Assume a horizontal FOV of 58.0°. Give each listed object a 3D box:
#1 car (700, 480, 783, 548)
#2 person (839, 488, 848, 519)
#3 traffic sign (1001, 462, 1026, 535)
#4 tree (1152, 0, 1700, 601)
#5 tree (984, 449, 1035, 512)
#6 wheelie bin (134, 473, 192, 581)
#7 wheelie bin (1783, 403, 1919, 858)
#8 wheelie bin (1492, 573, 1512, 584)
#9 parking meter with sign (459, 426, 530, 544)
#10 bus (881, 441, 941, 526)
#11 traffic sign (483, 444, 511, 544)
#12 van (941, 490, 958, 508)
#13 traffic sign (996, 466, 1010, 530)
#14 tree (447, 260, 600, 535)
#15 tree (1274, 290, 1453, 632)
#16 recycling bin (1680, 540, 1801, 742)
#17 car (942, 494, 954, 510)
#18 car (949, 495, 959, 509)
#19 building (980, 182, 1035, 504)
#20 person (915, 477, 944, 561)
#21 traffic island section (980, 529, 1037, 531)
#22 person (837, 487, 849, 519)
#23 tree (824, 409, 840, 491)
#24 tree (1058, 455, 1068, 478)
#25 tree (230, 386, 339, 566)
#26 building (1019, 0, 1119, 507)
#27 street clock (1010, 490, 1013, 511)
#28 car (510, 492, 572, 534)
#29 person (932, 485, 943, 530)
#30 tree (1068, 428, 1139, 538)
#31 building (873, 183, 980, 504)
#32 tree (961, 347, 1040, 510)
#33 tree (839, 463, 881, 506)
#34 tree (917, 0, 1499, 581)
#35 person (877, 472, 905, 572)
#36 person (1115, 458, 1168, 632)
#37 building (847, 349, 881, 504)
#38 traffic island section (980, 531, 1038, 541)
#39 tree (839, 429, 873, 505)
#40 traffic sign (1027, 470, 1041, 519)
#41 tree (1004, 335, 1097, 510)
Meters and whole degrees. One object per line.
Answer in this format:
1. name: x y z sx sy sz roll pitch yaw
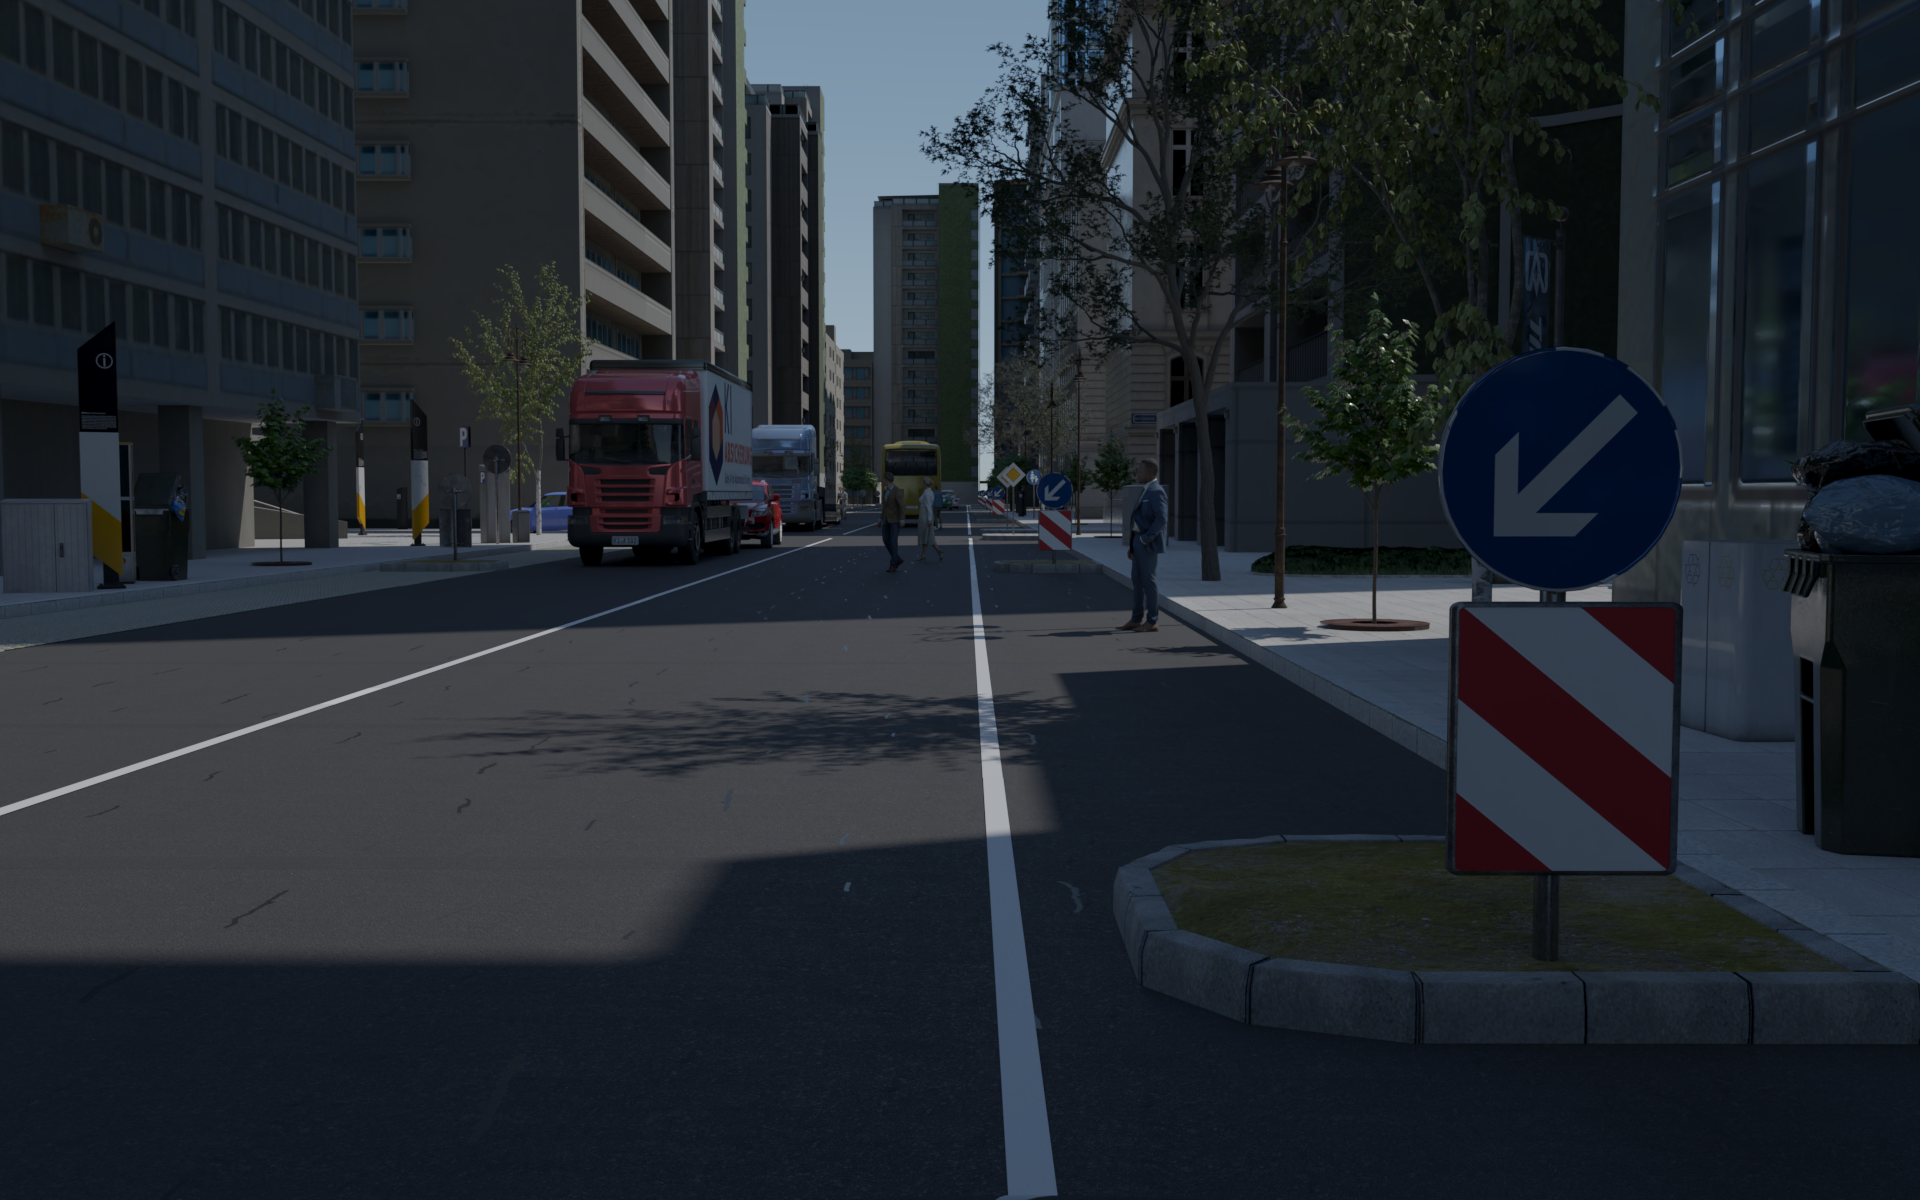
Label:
1. car: -6.017 -2.372 47.450 2.281 1.827 5.304 0 4 -2
2. person: -6.643 -5.464 98.044 0.583 1.804 0.606 -2 4 -33
3. traffic sign: 1.674 -3.107 54.447 0.795 2.450 0.064 0 4 0
4. tree: 3.456 -3.774 12.070 4.737 8.622 4.395 0 3 0
5. tree: 3.856 -8.713 126.165 4.285 4.588 4.351 0 3 0
6. wheelie bin: -11.892 -1.090 25.736 0.980 1.594 0.693 0 4 5
7. wheelie bin: 3.381 0.099 6.293 0.693 1.594 0.980 1 4 14
8. wheelie bin: 7.742 -1.040 24.911 0.693 1.594 0.980 0 4 7
9. parking meter with sign: -12.101 -2.989 45.125 1.738 3.016 0.543 -3 5 -41
10. bus: -2.219 -5.381 79.528 2.896 3.916 12.252 0 4 -1
11. traffic sign: -11.831 -2.699 44.241 0.768 2.556 0.104 1 4 10
12. van: -1.269 -10.493 178.565 2.013 2.044 4.112 0 4 2
13. traffic sign: 1.702 -3.596 62.432 0.795 2.450 0.064 0 4 0
14. tree: -13.412 -6.334 53.931 4.737 8.622 4.395 0 3 0
15. tree: 3.849 -1.343 16.567 1.663 3.219 1.824 0 3 0
16. recycling bin: 4.363 0.199 9.294 0.722 1.027 0.722 0 4 -3
17. car: -1.579 -8.706 154.145 2.131 1.459 4.920 0 4 -1
18. car: -1.072 -9.450 166.874 2.083 1.381 4.827 0 4 -1
19. building: 17.083 -35.381 233.101 28.867 44.769 22.147 0 4 0
20. person: -0.644 -1.727 36.958 0.641 1.798 0.478 1 4 23
21. traffic island section: 1.725 -2.460 62.509 2.009 0.180 2.903 0 4 0
22. person: -6.810 -5.578 99.483 0.659 1.850 0.755 2 4 29
23. tree: -11.733 -11.687 141.441 4.360 8.622 3.978 0 3 0
24. tree: 4.810 -4.781 72.769 1.663 3.219 1.824 0 3 0
25. tree: -12.356 -2.240 31.225 1.663 3.219 1.824 0 3 0
26. building: 17.182 -52.034 163.428 22.319 86.520 31.000 0 4 0
27. street clock: 3.926 -7.715 130.713 0.471 2.002 0.358 0 4 6
28. car: -13.760 -3.026 59.060 3.694 1.707 1.945 0 3 0
29. person: -0.897 -3.680 69.016 0.601 1.785 0.444 -2 4 -34
30. tree: 4.309 -3.425 50.607 1.663 3.219 1.824 0 3 0
31. building: -4.407 -33.418 229.976 14.086 41.232 14.154 0 4 0
32. tree: 5.118 -14.285 143.928 12.009 13.543 11.850 0 3 0
33. tree: -11.371 -12.326 185.237 4.285 4.588 4.351 0 3 0
34. tree: 3.705 -5.582 25.673 8.767 10.594 7.601 0 4 -6
35. person: -1.272 -1.449 32.099 0.656 1.842 0.836 1 4 19
36. person: 1.943 -0.573 18.044 0.419 1.800 0.721 -1 4 -17
37. building: -25.881 -23.911 235.979 28.899 21.520 27.650 0 4 0
38. traffic island section: 1.698 -1.972 54.524 2.009 0.180 2.903 0 4 0
39. tree: -11.530 -14.935 194.548 4.737 8.622 4.395 0 3 0
40. traffic sign: 3.851 -5.499 90.013 0.768 2.556 0.104 0 4 3
41. tree: 4.134 -8.000 81.165 4.360 8.622 3.978 0 3 0
